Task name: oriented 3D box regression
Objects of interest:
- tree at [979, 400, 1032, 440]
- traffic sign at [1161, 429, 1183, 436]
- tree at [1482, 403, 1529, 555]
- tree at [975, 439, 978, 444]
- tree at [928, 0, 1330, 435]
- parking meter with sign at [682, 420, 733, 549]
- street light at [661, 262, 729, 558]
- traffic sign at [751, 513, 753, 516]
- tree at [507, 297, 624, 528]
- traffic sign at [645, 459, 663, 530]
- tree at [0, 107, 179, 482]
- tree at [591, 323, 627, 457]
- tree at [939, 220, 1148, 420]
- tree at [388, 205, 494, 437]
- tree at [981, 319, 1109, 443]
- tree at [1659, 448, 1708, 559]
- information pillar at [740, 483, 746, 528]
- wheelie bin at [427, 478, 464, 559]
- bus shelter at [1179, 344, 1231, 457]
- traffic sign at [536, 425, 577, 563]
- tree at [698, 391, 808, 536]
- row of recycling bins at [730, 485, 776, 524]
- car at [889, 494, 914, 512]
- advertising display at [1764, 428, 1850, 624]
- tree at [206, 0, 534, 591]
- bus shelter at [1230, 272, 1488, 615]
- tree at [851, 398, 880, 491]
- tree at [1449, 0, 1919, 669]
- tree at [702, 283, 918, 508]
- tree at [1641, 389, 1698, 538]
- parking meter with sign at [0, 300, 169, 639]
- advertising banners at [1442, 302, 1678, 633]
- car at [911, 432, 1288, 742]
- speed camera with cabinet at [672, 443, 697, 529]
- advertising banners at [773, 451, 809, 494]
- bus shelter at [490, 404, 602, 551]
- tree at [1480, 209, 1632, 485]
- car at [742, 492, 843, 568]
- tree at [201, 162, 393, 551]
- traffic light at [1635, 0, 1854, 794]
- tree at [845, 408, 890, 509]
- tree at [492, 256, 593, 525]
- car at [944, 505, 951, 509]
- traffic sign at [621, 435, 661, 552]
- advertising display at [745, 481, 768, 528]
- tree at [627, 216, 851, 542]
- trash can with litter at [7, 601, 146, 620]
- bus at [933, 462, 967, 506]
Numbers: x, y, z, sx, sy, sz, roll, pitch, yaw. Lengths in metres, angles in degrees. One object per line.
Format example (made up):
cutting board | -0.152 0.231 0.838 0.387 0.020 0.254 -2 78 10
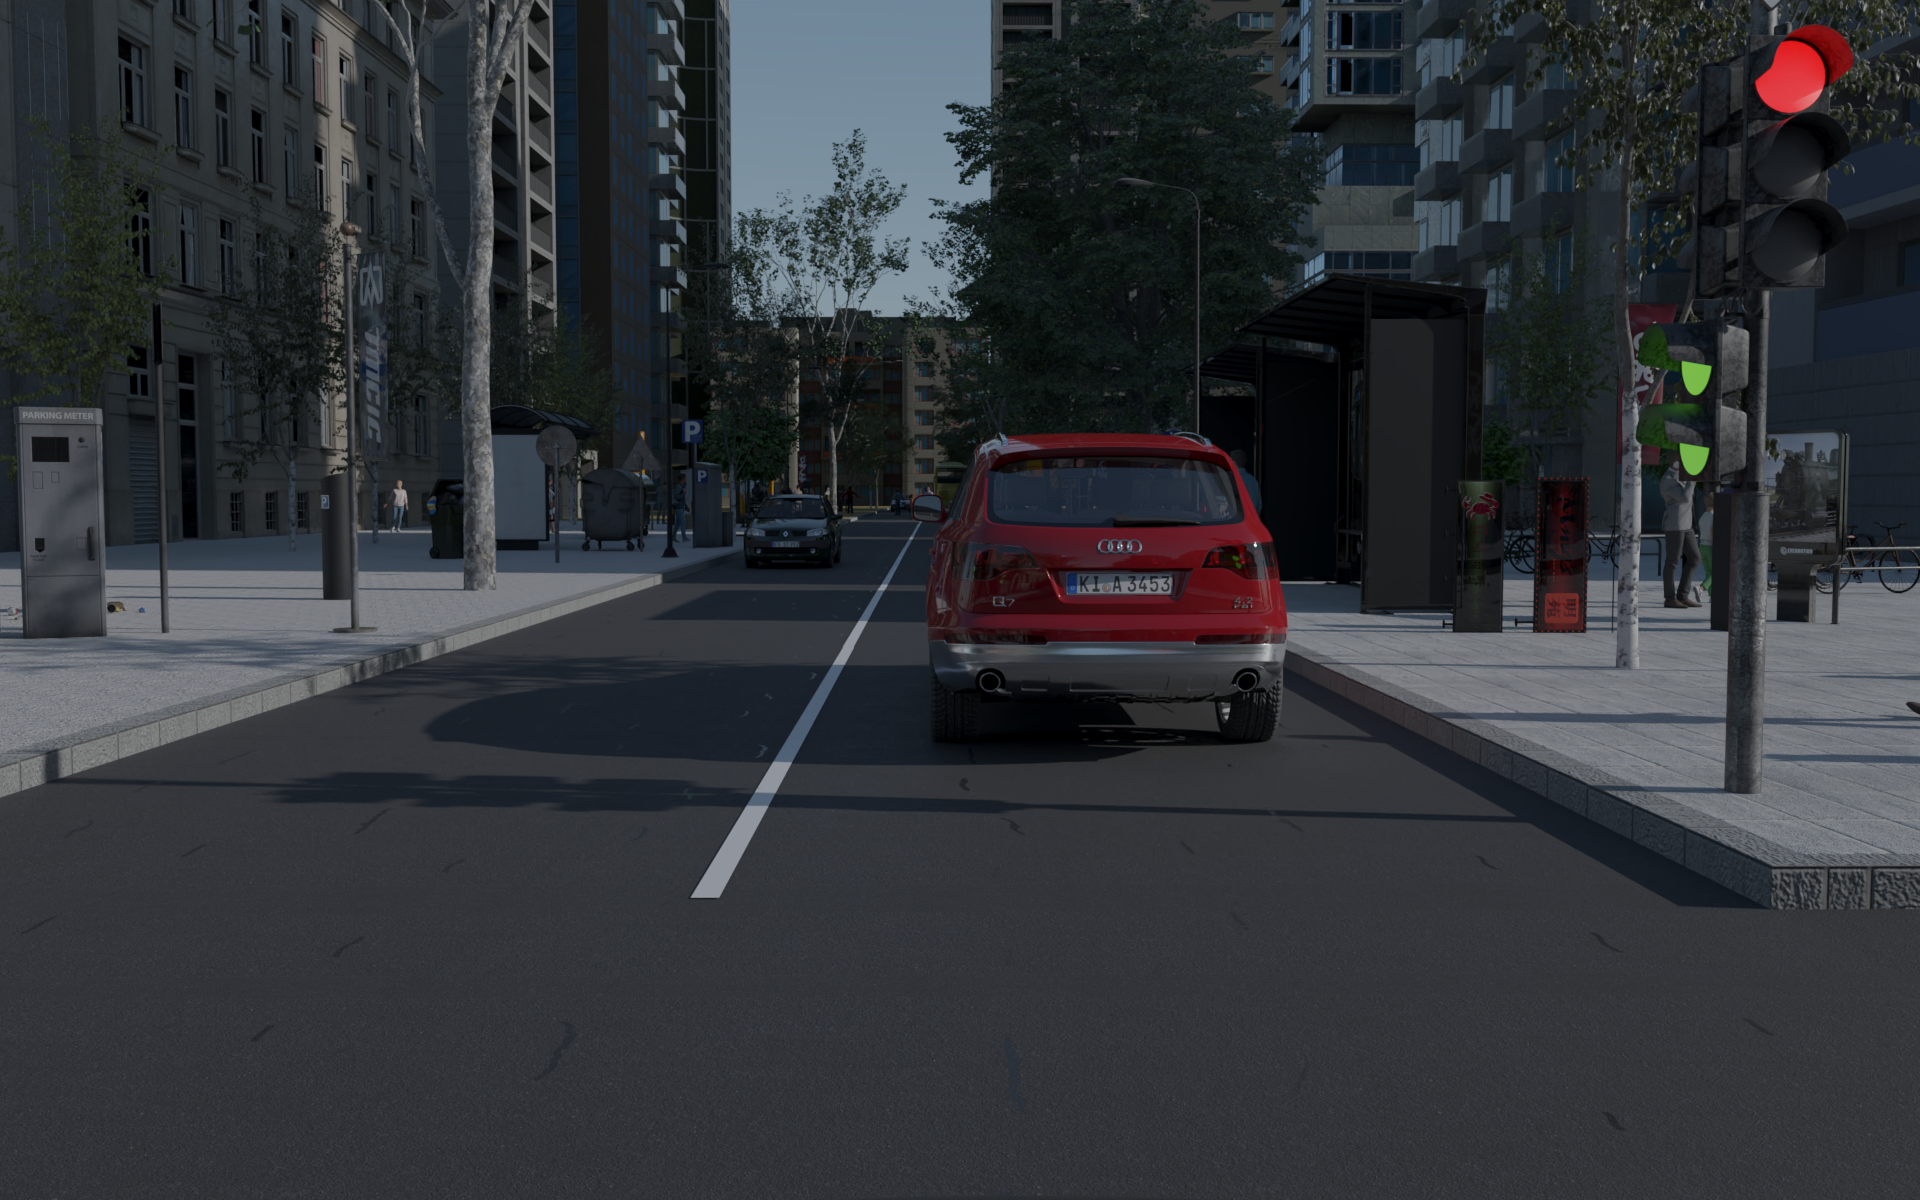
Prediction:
tree | 3.516 -11.098 131.821 4.737 8.622 4.395 0 3 0
traffic sign | 4.211 -2.085 34.191 0.768 2.556 0.104 0 4 6
tree | 11.289 -2.596 37.043 1.663 3.219 1.824 0 3 0
tree | 3.053 -12.831 160.141 4.360 8.622 3.978 0 3 0
tree | 4.301 -8.270 41.865 9.857 13.997 8.962 0 3 0
parking meter with sign | -6.003 -2.767 41.501 0.543 3.016 1.738 1 4 19
street light | -5.328 -3.813 34.876 1.470 5.913 1.316 0 4 -1
traffic sign | -8.337 -4.229 69.244 0.768 2.556 0.104 0 4 1
tree | -15.491 -7.044 65.534 4.737 8.622 4.395 0 3 0
traffic sign | -10.933 -3.753 61.460 0.768 2.556 0.104 0 4 7
tree | -16.793 -5.055 33.009 4.737 8.622 4.395 0 3 0
tree | -16.009 -7.451 72.192 4.360 8.622 3.978 0 3 0
tree | 3.297 -8.342 62.154 9.928 11.665 9.643 0 3 0
tree | -15.198 -5.798 45.157 4.360 8.622 3.978 0 3 0
tree | 3.710 -7.357 70.649 4.360 8.622 3.978 0 3 0
tree | 14.707 -2.458 34.787 1.663 3.219 1.824 0 3 0
information pillar | -8.326 -4.584 66.301 0.183 3.616 0.504 0 4 6
wheelie bin | -10.080 -1.620 34.390 0.693 1.594 0.980 2 4 32
bus shelter | 5.061 -2.365 29.952 1.731 3.624 6.357 0 4 -1
traffic sign | -7.499 -1.962 32.183 0.768 2.556 0.104 0 4 2
tree | -6.394 -4.244 53.097 4.285 4.588 4.351 0 3 0
row of recycling bins | -9.051 -4.220 76.110 1.069 1.692 3.534 1 4 19
car | -4.745 -7.985 140.342 2.009 1.686 4.222 0 4 -1
advertising display | 8.420 -0.745 17.395 0.123 1.923 0.974 -2 4 -29
tree | -5.664 -10.272 23.830 12.611 20.169 13.585 0 3 0
bus shelter | 4.778 -1.848 21.499 1.731 3.624 6.357 0 4 -1
tree | -7.882 -10.702 125.342 4.360 8.622 3.978 0 3 0
tree | 5.119 -3.794 12.387 4.360 8.622 3.978 0 3 0
tree | -7.407 -8.636 75.617 8.767 10.594 7.601 2 4 28
tree | 21.043 -4.087 50.538 4.285 4.588 4.351 0 3 0
parking meter with sign | -8.084 -1.180 15.547 1.738 3.016 0.543 -2 4 -25
advertising banners | 5.508 -1.206 15.906 2.074 3.025 0.090 0 4 1
car | 0.806 -0.177 11.571 2.281 1.827 5.304 0 4 -1
speed camera with cabinet | -10.138 -4.240 63.665 0.660 3.252 2.038 -2 4 -28
advertising banners | -7.051 -4.516 70.030 2.074 3.025 0.090 1 4 17
bus shelter | -10.164 -2.927 41.780 2.014 3.302 5.546 0 4 -1
tree | 15.637 -5.849 45.988 4.737 8.622 4.395 0 3 0
car | -3.330 -1.535 34.889 2.009 1.686 4.222 0 4 0
tree | -15.083 -5.416 38.913 4.360 8.622 3.978 0 3 0
traffic light | 3.358 -1.128 7.358 0.839 4.253 0.868 0 4 -1
tree | -7.740 -12.000 146.565 4.737 8.622 4.395 0 3 0
tree | -13.910 -6.267 52.826 4.360 8.622 3.978 0 3 0
car | 0.594 -2.664 52.599 2.155 1.783 4.494 0 4 0
traffic sign | -7.047 -2.340 38.260 0.884 2.594 0.081 0 3 0
advertising display | -7.594 -3.661 65.068 0.974 1.923 0.123 -1 4 -15
tree | -5.917 -5.858 46.141 4.360 8.622 3.978 0 3 0
trash can with litter | -9.615 -0.453 18.467 1.678 1.210 2.233 0 4 -7
bus | -0.637 -8.647 132.919 2.896 3.916 12.252 0 4 -1
